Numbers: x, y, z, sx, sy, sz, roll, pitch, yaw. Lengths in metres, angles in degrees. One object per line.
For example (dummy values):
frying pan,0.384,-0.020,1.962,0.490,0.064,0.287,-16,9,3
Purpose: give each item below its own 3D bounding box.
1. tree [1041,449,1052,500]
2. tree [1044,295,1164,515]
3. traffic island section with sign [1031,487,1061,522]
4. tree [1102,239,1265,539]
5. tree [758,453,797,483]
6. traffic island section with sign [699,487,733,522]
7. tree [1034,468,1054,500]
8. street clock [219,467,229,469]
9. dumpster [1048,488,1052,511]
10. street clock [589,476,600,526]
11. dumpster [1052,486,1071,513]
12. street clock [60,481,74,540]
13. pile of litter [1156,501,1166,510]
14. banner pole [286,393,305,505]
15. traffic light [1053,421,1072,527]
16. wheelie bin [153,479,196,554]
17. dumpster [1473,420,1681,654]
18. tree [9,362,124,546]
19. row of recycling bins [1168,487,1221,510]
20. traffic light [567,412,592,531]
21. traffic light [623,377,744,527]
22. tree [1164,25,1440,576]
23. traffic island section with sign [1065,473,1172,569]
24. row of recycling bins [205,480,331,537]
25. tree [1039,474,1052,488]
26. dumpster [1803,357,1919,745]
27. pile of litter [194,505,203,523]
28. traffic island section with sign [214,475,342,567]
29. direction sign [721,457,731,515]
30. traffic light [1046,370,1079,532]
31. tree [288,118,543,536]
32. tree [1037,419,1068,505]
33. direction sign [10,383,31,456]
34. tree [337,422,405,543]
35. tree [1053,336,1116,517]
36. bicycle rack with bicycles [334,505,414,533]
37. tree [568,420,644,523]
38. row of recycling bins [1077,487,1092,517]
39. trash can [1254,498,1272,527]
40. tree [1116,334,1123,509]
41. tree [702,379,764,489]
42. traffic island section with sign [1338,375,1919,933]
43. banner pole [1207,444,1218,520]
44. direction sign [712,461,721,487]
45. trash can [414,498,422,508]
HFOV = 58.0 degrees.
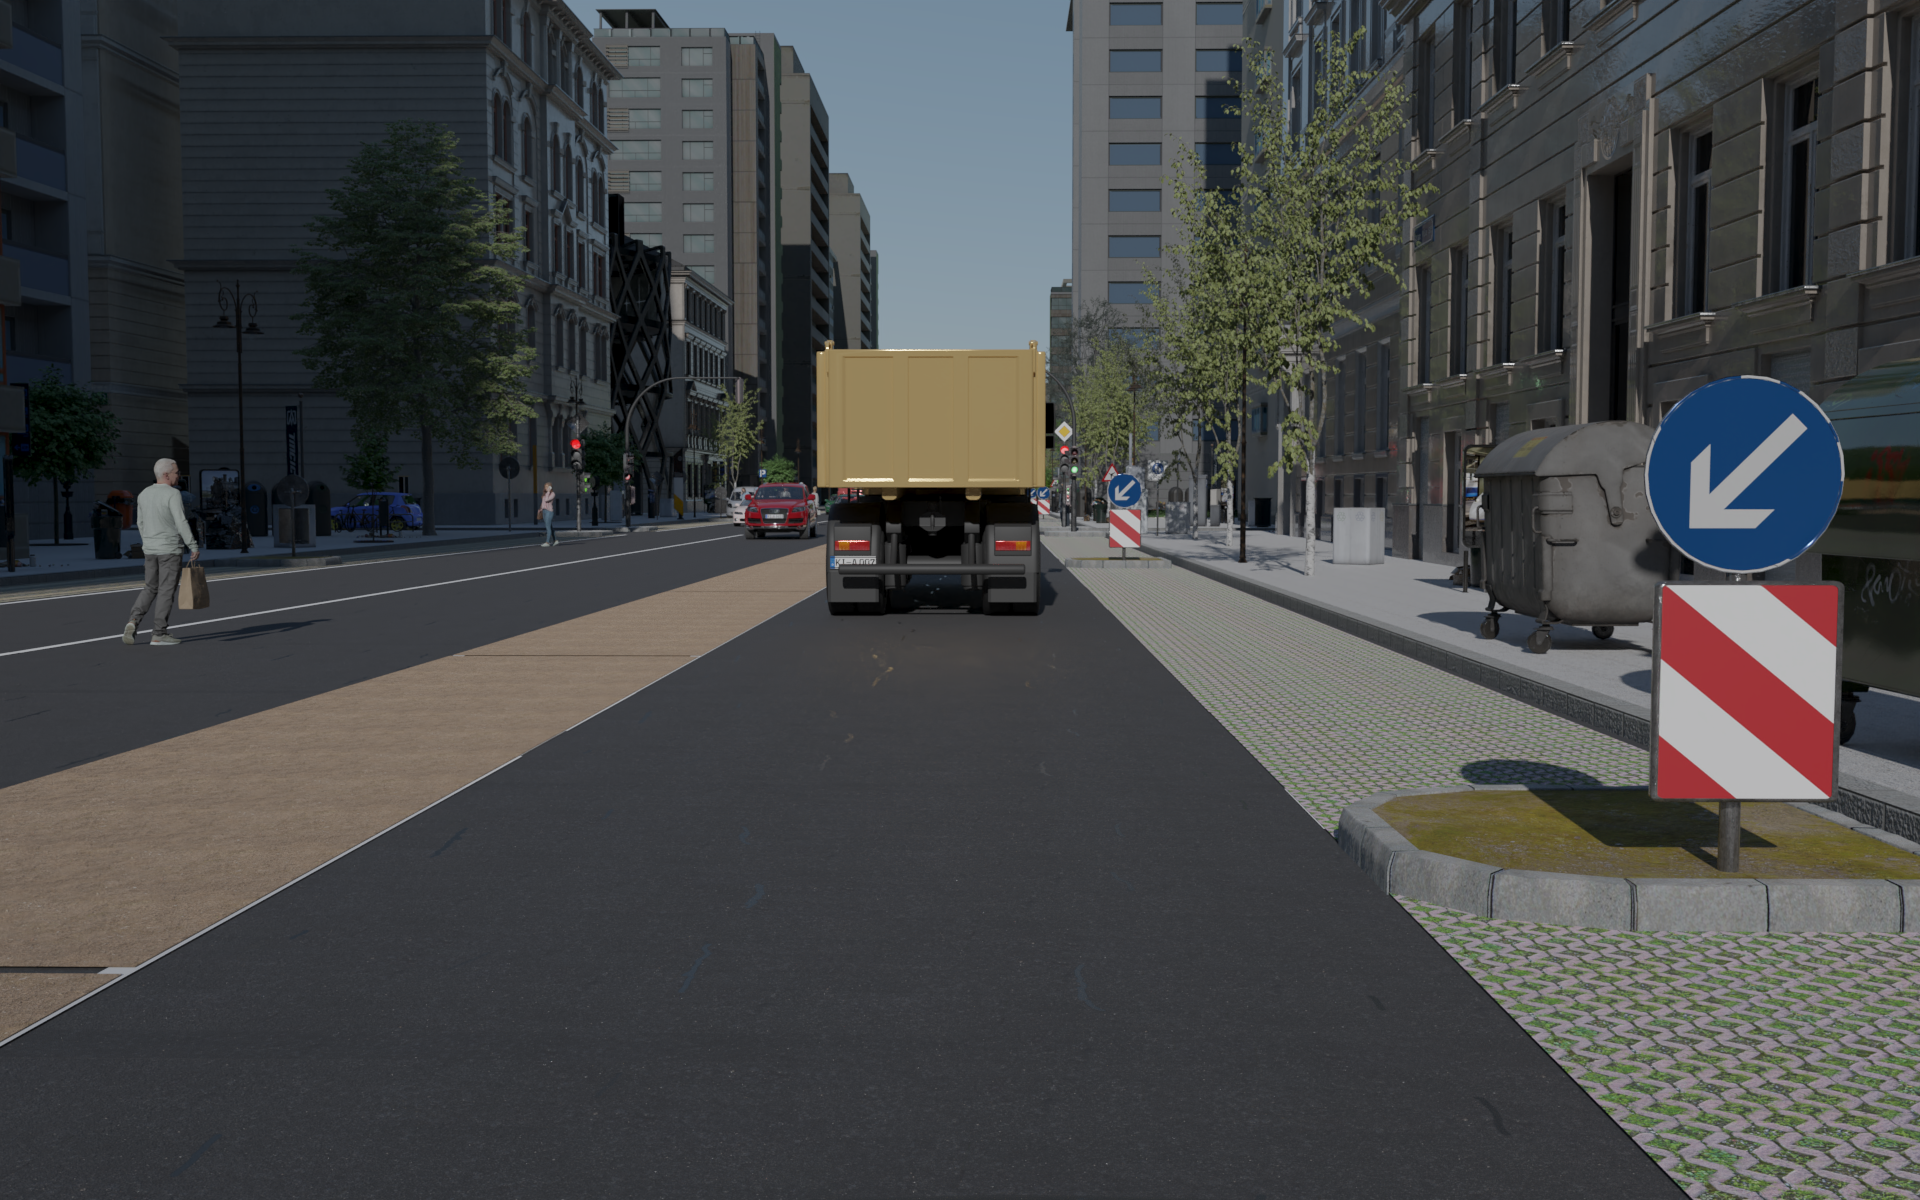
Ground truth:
tree,7.560,-8.773,93.794,4.737,8.622,4.395,0,3,0
tree,8.010,-11.985,106.323,12.009,13.543,11.850,0,3,0
traffic island section with sign,4.155,-4.902,88.771,1.989,1.847,2.006,0,4,1
tree,6.456,-6.033,49.004,4.360,8.622,3.978,0,3,0
tree,-14.639,-9.523,139.412,4.285,4.588,4.351,0,3,0
traffic island section with sign,-12.486,-4.998,90.337,1.989,1.847,2.006,0,4,1
tree,8.260,-11.956,179.195,4.285,4.588,4.351,0,3,0
street clock,-19.749,-2.568,46.549,0.471,2.002,0.358,-1,4,-22
dumpster,7.288,-7.667,131.107,1.264,1.857,1.865,0,4,1
street clock,-14.696,-3.982,69.669,0.358,2.002,0.471,-3,5,-45
dumpster,7.033,-6.807,117.046,1.264,1.857,1.865,0,4,1
street clock,-25.094,-2.699,48.697,0.471,2.002,0.358,3,4,38
pile of litter,12.935,-6.066,113.143,1.719,0.858,1.176,1,4,12
banner pole,-16.502,-3.246,43.090,0.863,3.779,0.401,2,4,34
traffic light,4.012,-4.775,66.985,0.839,4.253,0.868,0,4,1
wheelie bin,-16.777,-1.771,36.864,0.980,1.594,0.693,-1,4,-11
dumpster,5.168,-0.535,14.507,1.264,1.857,1.865,0,4,1
tree,-22.693,-3.638,43.193,4.285,4.588,4.351,0,3,0
row of recycling bins,13.332,-5.441,96.075,3.534,1.692,1.069,0,4,2
traffic light,-13.054,-4.306,59.318,0.839,4.253,0.868,0,4,1
traffic light,-10.803,-5.665,67.295,4.771,5.953,1.251,0,4,1
tree,5.257,-4.686,26.977,4.737,8.622,4.395,0,3,0
traffic island section with sign,3.073,-1.556,34.065,1.989,1.847,2.006,0,4,1
row of recycling bins,-20.919,-2.770,52.397,3.534,1.692,1.069,-2,4,-25
tree,8.365,-10.575,167.502,1.663,3.219,1.824,0,3,0
dumpster,4.974,-0.337,8.005,1.502,2.255,1.985,0,4,1
pile of litter,-30.647,-3.416,69.819,1.719,0.858,1.176,0,4,-5
traffic island section with sign,-13.575,-1.598,34.757,1.989,1.847,2.006,0,4,1
direction sign,-14.075,-6.939,105.448,0.379,3.537,0.876,0,4,4
traffic light,1.761,-5.152,58.902,4.771,5.953,1.251,0,4,1
tree,-16.855,-8.258,53.154,7.486,12.596,7.792,0,3,0
tree,9.316,-17.187,206.761,9.928,11.665,9.643,0,3,0
direction sign,-19.433,-2.652,35.357,0.876,3.537,0.379,-1,4,-12
tree,-15.466,-3.139,45.923,1.663,3.219,1.824,0,3,0
tree,6.666,-7.810,78.053,4.737,8.622,4.395,0,3,0
bicycle rack with bicycles,-19.963,-2.753,58.389,2.852,0.926,2.925,2,4,24
tree,-15.732,-5.694,76.815,4.285,4.588,4.351,0,3,0
row of recycling bins,6.965,-5.572,98.213,1.069,1.692,3.534,0,4,0
trash can,11.653,-3.365,66.669,0.748,1.137,0.748,0,3,0
tree,6.396,-5.625,42.326,4.737,8.622,4.395,0,3,0
tree,-14.479,-9.816,110.848,4.737,8.622,4.395,0,3,0
traffic island section with sign,2.530,0.126,6.572,1.989,1.847,2.006,0,4,1
banner pole,12.654,-5.889,86.297,0.401,3.779,0.863,-1,4,-18
direction sign,-16.598,-7.771,119.052,0.876,3.537,0.379,-2,4,-32
trash can,-21.594,-3.467,68.334,0.748,1.137,0.748,0,3,0
